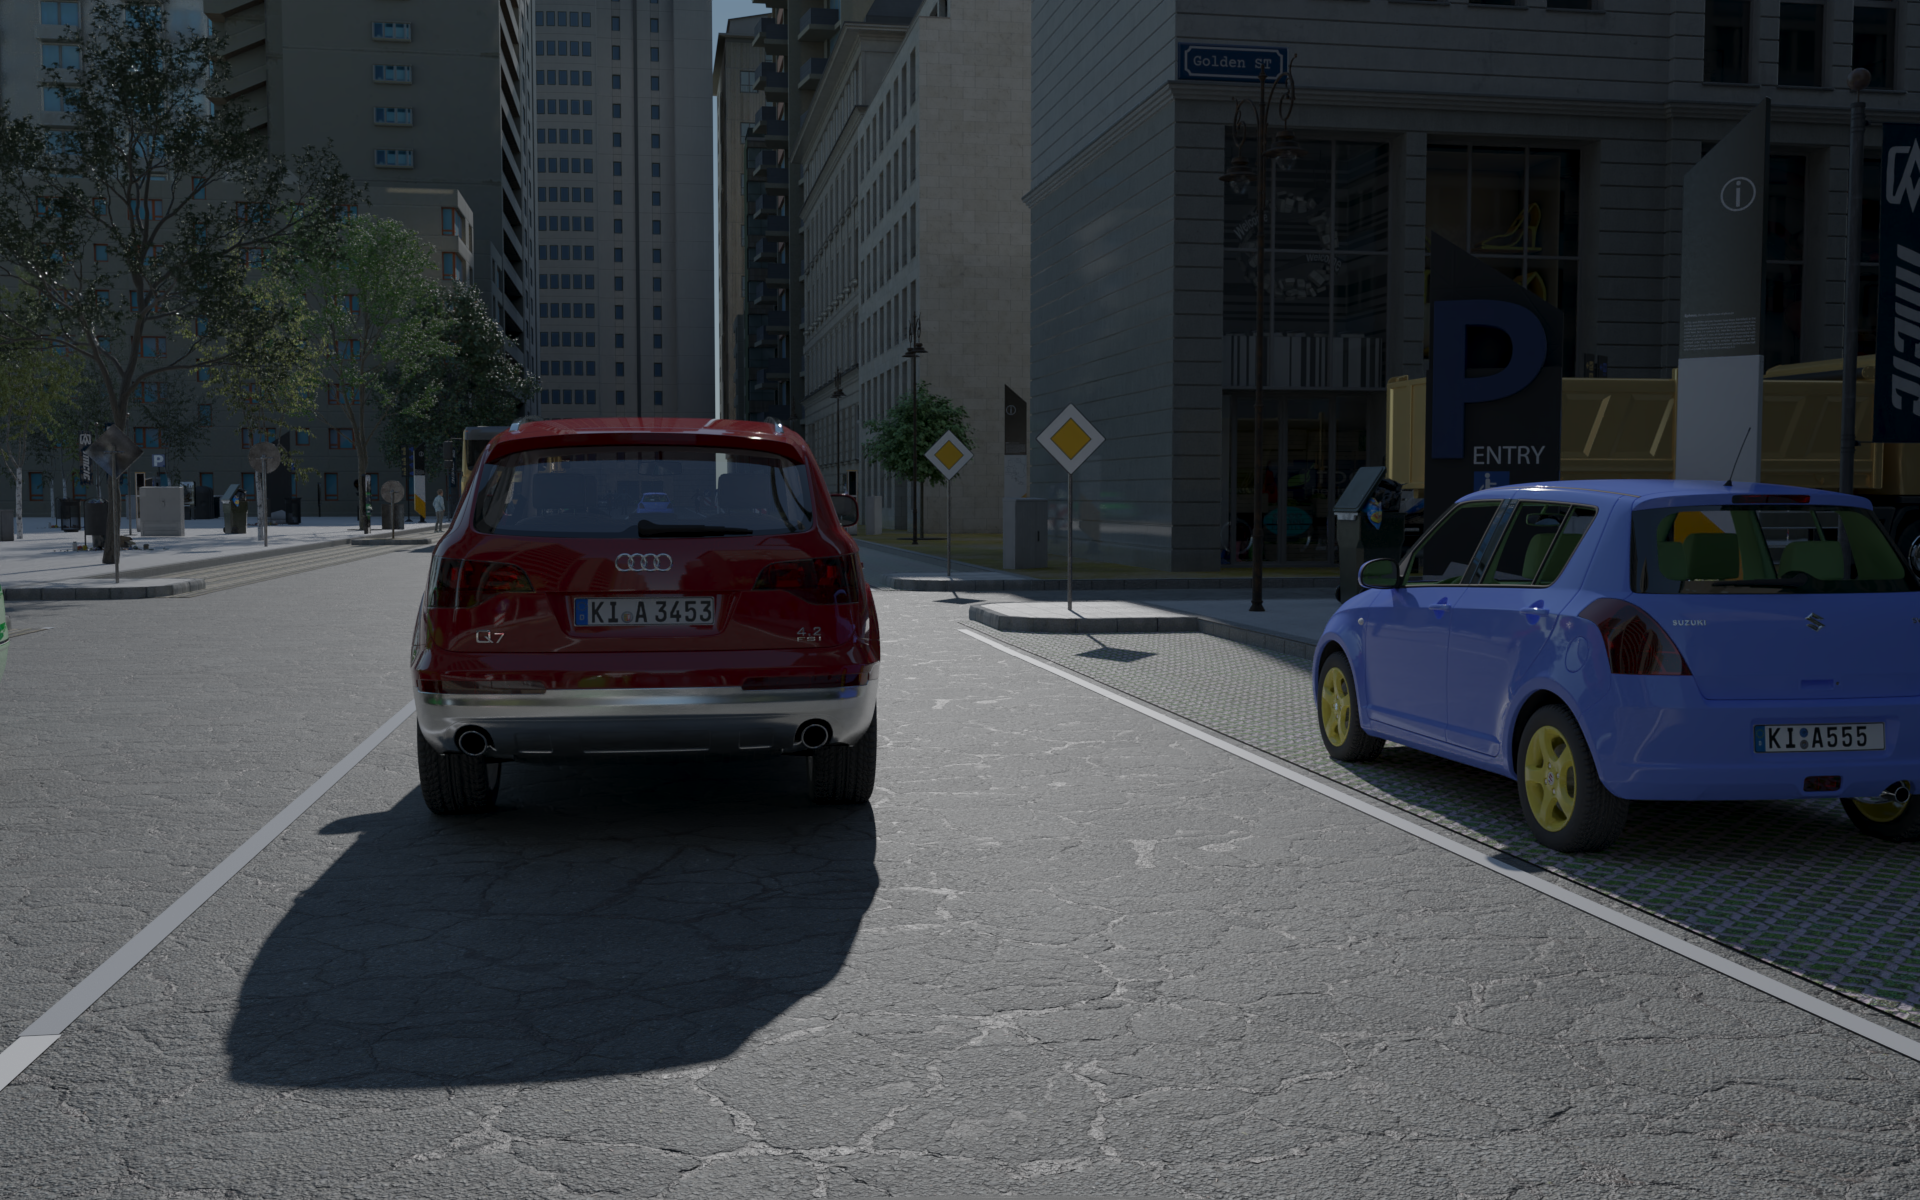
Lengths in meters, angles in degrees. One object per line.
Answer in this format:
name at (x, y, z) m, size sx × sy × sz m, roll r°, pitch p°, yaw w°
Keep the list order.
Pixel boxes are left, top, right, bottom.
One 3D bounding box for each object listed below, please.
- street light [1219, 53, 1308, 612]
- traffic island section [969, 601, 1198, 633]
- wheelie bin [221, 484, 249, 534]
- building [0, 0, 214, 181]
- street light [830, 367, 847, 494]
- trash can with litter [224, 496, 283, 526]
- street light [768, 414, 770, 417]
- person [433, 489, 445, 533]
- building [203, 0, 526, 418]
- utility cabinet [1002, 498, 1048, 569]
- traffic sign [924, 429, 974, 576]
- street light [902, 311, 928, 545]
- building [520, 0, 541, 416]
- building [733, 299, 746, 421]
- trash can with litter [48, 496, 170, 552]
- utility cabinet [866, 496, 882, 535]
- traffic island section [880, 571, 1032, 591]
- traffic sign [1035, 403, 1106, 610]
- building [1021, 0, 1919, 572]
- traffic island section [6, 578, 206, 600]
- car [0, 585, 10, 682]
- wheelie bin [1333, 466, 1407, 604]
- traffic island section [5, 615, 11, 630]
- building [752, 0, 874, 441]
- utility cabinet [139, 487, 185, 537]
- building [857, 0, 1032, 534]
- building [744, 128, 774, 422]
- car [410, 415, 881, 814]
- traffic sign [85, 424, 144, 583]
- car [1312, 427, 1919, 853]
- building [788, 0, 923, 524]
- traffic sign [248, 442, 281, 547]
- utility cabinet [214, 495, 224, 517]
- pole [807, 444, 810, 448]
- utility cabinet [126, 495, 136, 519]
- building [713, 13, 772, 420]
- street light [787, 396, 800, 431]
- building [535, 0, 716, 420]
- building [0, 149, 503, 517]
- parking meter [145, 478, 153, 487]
street light at (3.252, -2.813, 18.786) m, size 0.468 × 5.910 × 1.993 m, roll -1°, pitch 4°, yaw -10°
traffic island section at (1.235, 0.189, 19.197) m, size 2.009 × 0.180 × 2.903 m, roll -1°, pitch 4°, yaw -10°
wheelie bin at (-23.460, -2.945, 56.066) m, size 0.980 × 1.594 × 0.693 m, roll 3°, pitch 5°, yaw 42°
building at (-75.619, -32.643, 153.315) m, size 30.456 × 49.044 × 23.786 m, roll -1°, pitch 4°, yaw -10°
street light at (-4.415, -5.506, 62.804) m, size 0.468 × 5.910 × 1.993 m, roll -1°, pitch 4°, yaw -10°
trash can with litter at (-28.701, -3.628, 70.381) m, size 2.233 × 1.210 × 1.678 m, roll -1°, pitch 4°, yaw -23°
street light at (-11.110, -7.814, 100.541) m, size 0.468 × 5.910 × 1.993 m, roll -1°, pitch 4°, yaw -10°
person at (-19.250, -3.291, 64.115) m, size 0.330 × 1.601 × 0.589 m, roll -3°, pitch 5°, yaw -44°
building at (-45.824, -31.276, 135.065) m, size 21.300 × 48.544 × 21.600 m, roll -1°, pitch 4°, yaw -10°
utility cabinet at (1.139, -1.148, 29.926) m, size 0.306 × 1.237 × 1.020 m, roll 2°, pitch 4°, yaw 35°
traffic sign at (-0.176, -1.427, 26.979) m, size 0.795 × 2.450 × 0.064 m, roll -1°, pitch 4°, yaw -10°
street light at (-1.144, -4.351, 43.922) m, size 0.468 × 5.910 × 1.993 m, roll -1°, pitch 4°, yaw -10°
building at (-50.112, -44.123, 159.663) m, size 20.611 × 71.187 × 20.563 m, roll -1°, pitch 4°, yaw -10°
building at (-6.780, -19.484, 163.597) m, size 27.650 × 21.520 × 28.899 m, roll -1°, pitch 4°, yaw -10°
trash can with litter at (-19.234, -1.731, 39.367) m, size 2.233 × 1.210 × 1.678 m, roll -1°, pitch 4°, yaw -11°
utility cabinet at (-2.732, -2.672, 54.841) m, size 0.306 × 1.237 × 1.020 m, roll 1°, pitch 4°, yaw 11°
traffic island section at (-0.154, -0.292, 27.061) m, size 2.009 × 0.180 × 2.903 m, roll -1°, pitch 4°, yaw -10°
traffic sign at (1.213, -0.946, 19.116) m, size 0.795 × 2.450 × 0.064 m, roll -1°, pitch 4°, yaw -10°
building at (17.044, -15.778, 35.459) m, size 29.804 × 29.767 × 11.434 m, roll -1°, pitch 4°, yaw -10°
traffic island section at (-12.161, -0.163, 24.952) m, size 2.009 × 0.180 × 2.903 m, roll -1°, pitch 4°, yaw -10°
car at (-6.031, 0.051, 7.966) m, size 1.959 × 1.807 × 4.718 m, roll -1°, pitch 4°, yaw -9°
wheelie bin at (4.747, -0.743, 20.051) m, size 0.693 × 1.594 × 0.980 m, roll -1°, pitch 4°, yaw -14°
traffic island section at (-10.772, 0.318, 17.089) m, size 2.009 × 0.180 × 2.903 m, roll -1°, pitch 4°, yaw -10°
building at (-2.731, -28.397, 118.910) m, size 22.147 × 44.769 × 28.867 m, roll -1°, pitch 4°, yaw -10°
utility cabinet at (-23.741, -2.621, 51.527) m, size 1.173 × 1.500 × 0.318 m, roll 0°, pitch 4°, yaw -3°
building at (2.355, -12.832, 64.559) m, size 10.420 × 20.320 × 16.860 m, roll -1°, pitch 4°, yaw -10°
building at (-10.518, -22.572, 140.749) m, size 14.160 × 30.474 × 14.107 m, roll -1°, pitch 4°, yaw -10°
car at (-1.628, -0.045, 9.406) m, size 2.281 × 1.827 × 5.304 m, roll -1°, pitch 4°, yaw -8°
traffic sign at (-12.139, -1.300, 24.895) m, size 0.795 × 2.450 × 0.064 m, roll -1°, pitch 4°, yaw -10°
car at (2.984, 0.079, 8.293) m, size 1.945 × 1.707 × 3.694 m, roll -1°, pitch 4°, yaw -9°
building at (0.553, -15.575, 87.939) m, size 16.112 × 22.955 × 30.059 m, roll -1°, pitch 4°, yaw -10°
traffic sign at (-16.919, -2.571, 42.145) m, size 0.768 × 2.556 × 0.104 m, roll 0°, pitch 4°, yaw -5°
utility cabinet at (-40.649, -5.155, 95.446) m, size 0.306 × 1.237 × 1.020 m, roll 2°, pitch 4°, yaw 32°
pole at (-6.268, -4.732, 71.204) m, size 0.158 × 3.312 × 0.155 m, roll 0°, pitch 3°, yaw 0°
utility cabinet at (-41.780, -4.697, 87.963) m, size 1.020 × 1.237 × 0.306 m, roll -2°, pitch 4°, yaw -29°
building at (-14.419, -37.388, 200.526) m, size 27.495 × 52.752 × 28.713 m, roll -1°, pitch 4°, yaw -10°
street light at (-7.839, -6.659, 81.659) m, size 0.468 × 5.910 × 1.993 m, roll -1°, pitch 4°, yaw -10°
building at (-41.673, -39.718, 191.391) m, size 28.212 × 58.520 × 21.231 m, roll -1°, pitch 4°, yaw -10°
building at (-44.551, -16.222, 110.262) m, size 27.650 × 21.520 × 28.899 m, roll -1°, pitch 4°, yaw -10°
parking meter at (-29.415, -3.481, 62.625) m, size 0.255 × 1.863 × 0.399 m, roll 3°, pitch 4°, yaw 39°
